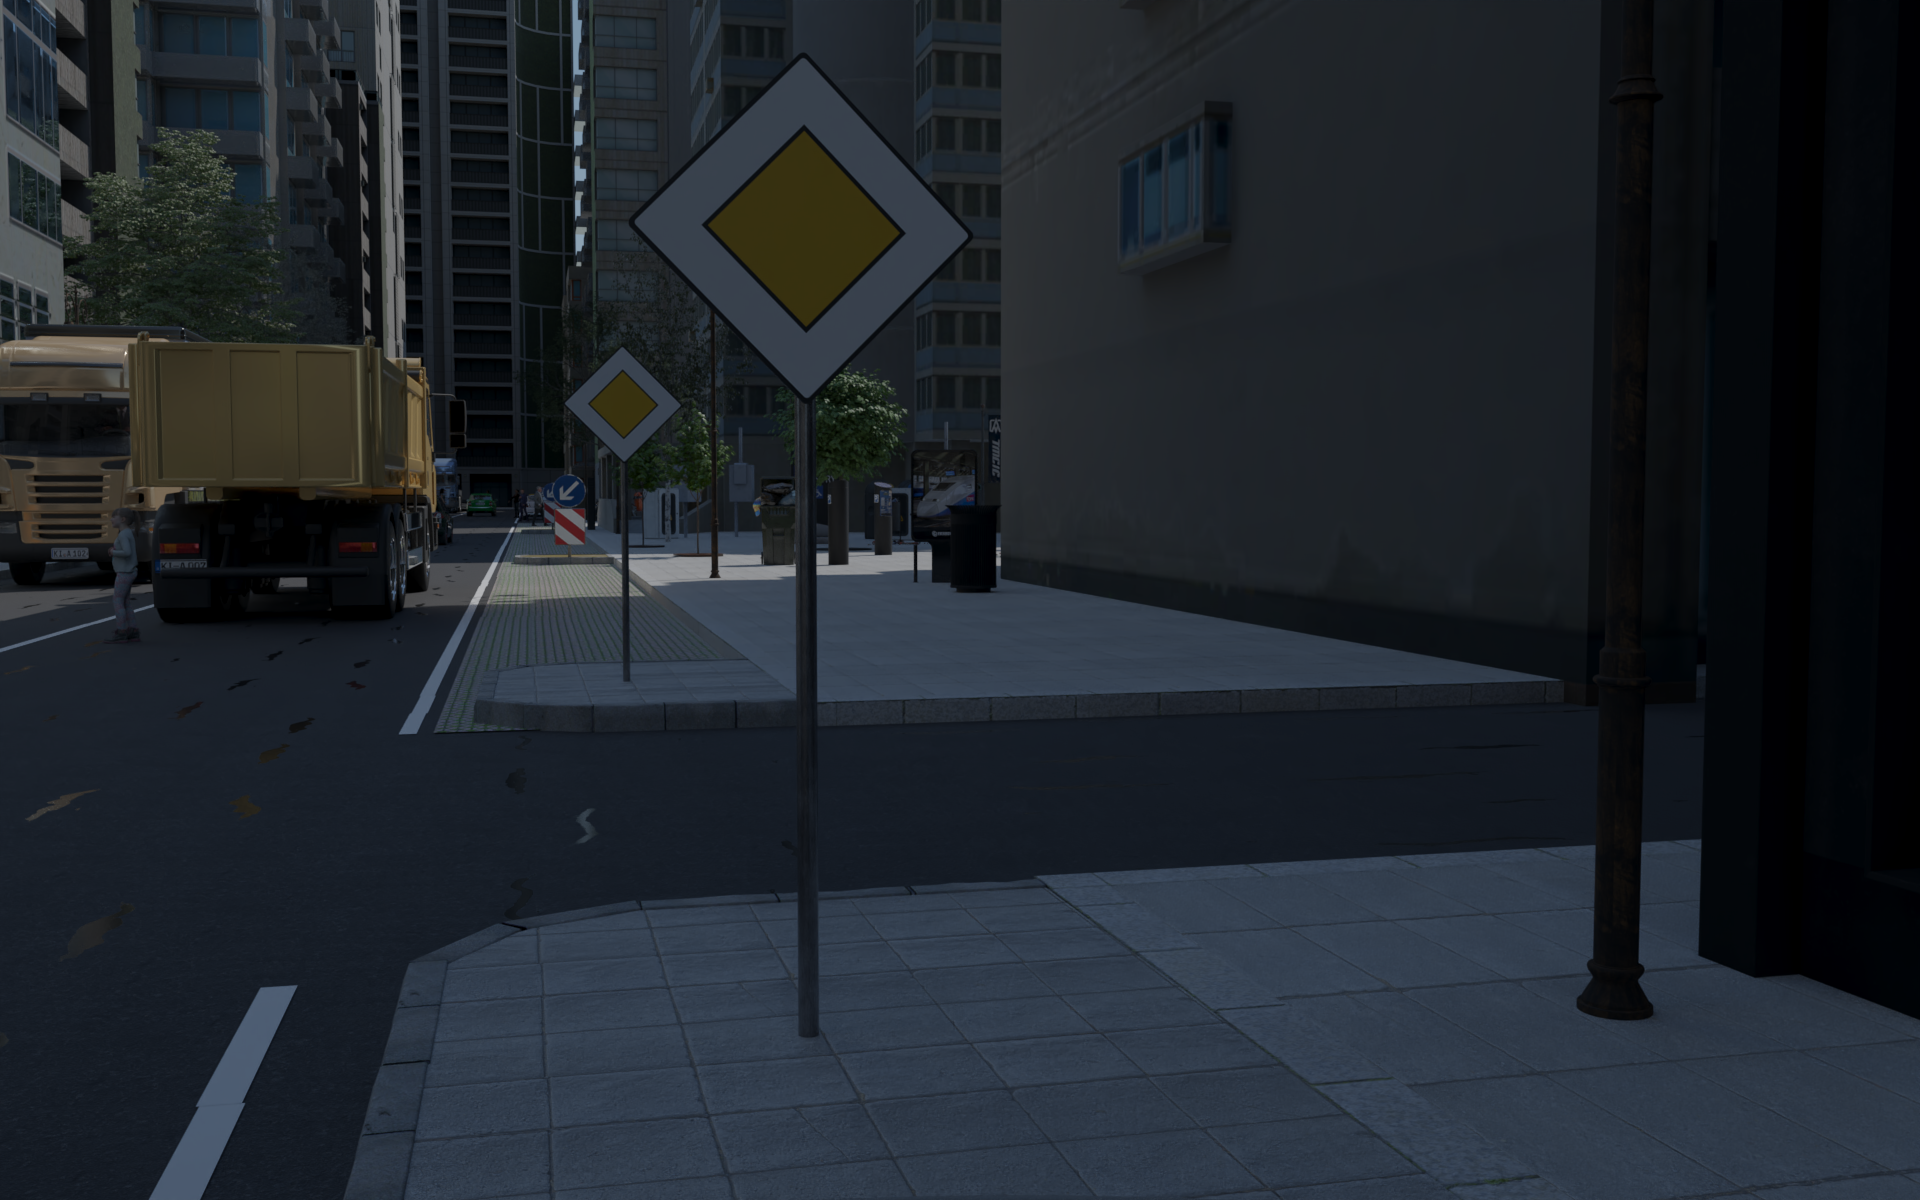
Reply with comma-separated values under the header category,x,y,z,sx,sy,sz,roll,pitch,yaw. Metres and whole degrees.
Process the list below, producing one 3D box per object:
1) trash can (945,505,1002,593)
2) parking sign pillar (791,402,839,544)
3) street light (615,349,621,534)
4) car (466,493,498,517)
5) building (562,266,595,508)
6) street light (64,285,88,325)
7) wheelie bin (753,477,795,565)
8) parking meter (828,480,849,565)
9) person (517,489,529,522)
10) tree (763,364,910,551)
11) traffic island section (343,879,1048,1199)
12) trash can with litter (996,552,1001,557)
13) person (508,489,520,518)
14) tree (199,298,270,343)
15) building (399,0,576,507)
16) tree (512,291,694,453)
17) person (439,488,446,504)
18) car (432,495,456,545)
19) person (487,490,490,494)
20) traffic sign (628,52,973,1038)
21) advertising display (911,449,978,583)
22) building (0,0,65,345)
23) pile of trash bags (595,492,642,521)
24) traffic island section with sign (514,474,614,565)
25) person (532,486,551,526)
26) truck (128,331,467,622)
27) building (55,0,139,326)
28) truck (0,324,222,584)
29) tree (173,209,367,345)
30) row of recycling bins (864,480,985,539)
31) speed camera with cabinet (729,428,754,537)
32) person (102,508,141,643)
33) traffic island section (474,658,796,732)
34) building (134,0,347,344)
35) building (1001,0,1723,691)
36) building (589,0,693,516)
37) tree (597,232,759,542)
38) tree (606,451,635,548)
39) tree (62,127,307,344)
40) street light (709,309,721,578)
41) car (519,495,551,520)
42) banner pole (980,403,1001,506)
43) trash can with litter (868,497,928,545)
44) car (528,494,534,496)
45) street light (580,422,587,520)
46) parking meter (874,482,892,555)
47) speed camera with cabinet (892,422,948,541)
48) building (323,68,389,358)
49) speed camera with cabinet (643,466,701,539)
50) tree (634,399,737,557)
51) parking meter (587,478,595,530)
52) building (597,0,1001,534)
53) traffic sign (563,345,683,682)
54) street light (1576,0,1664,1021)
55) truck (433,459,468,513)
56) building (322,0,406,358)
category,x,y,z,sx,sy,sz,roll,pitch,yaw
trash can,0.178,-0.673,22.654,0.748,1.137,0.748,0,3,0
parking sign pillar,-3.721,-3.450,44.875,1.447,3.967,1.447,0,4,-3
street light,-10.962,-5.050,55.357,0.468,5.910,1.993,-1,4,-14
car,-30.978,-6.321,112.151,1.959,1.807,4.718,-1,4,-13
building,-19.630,-18.569,148.642,27.650,21.520,28.899,-1,4,-14
street light,-19.584,-4.021,38.538,0.468,5.910,1.993,-1,4,-14
wheelie bin,-3.264,-1.438,31.425,0.980,1.594,0.693,0,4,-6
parking meter,-2.206,-1.406,31.406,0.372,1.533,0.369,0,3,0
person,-22.756,-4.939,90.172,0.541,1.710,0.530,3,5,43
tree,-2.822,-3.423,39.684,4.285,4.588,4.351,0,3,0
traffic island section,-0.341,1.110,4.128,2.009,0.180,2.903,-1,4,-14
trash can with litter,1.139,-1.515,35.823,1.678,1.210,2.233,1,4,14
person,-26.447,-5.734,103.066,1.217,1.723,0.721,3,4,36
tree,-26.917,-6.875,62.773,4.360,8.622,3.978,0,3,0
building,-48.957,-44.922,172.732,20.611,71.187,20.563,-1,4,-14
tree,-15.980,-8.844,79.007,8.767,10.594,7.601,-1,4,-17
person,-27.420,-5.068,92.087,0.721,1.735,1.217,-1,4,-14
car,-15.521,-2.440,49.681,2.009,1.686,4.222,-1,4,-13
person,-36.103,-7.528,132.305,0.721,1.735,1.217,2,4,26
traffic sign,-0.362,-0.025,4.045,0.795,2.450,0.064,-1,4,-14
advertising display,-0.223,-1.211,25.017,0.974,1.923,0.123,1,4,9
building,-88.168,-50.201,133.460,31.000,86.520,22.319,-1,4,-14
pile of trash bags,-16.130,-4.454,82.575,1.912,1.369,3.447,2,4,25
traffic island section with sign,-8.189,-1.659,35.758,1.989,1.847,2.006,-1,4,-14
person,-18.665,-4.170,77.072,0.834,1.777,0.661,0,4,3
truck,-8.573,-1.667,23.174,3.469,3.379,9.791,-1,4,-13
building,-37.113,-17.594,59.360,14.160,30.474,14.107,-1,4,-14
truck,-14.710,-2.575,31.017,2.839,4.237,11.283,-1,4,-14
tree,-30.225,-10.106,75.607,12.009,13.543,11.850,0,3,0
row of recycling bins,-1.022,-2.604,49.681,3.534,1.692,1.069,-1,4,-20
speed camera with cabinet,-5.832,-3.511,51.737,2.038,3.252,0.660,0,4,2
person,-8.098,-0.241,16.725,0.394,1.301,0.425,-3,5,-40
traffic island section,-2.264,0.636,11.879,2.009,0.180,2.903,-1,4,-14
building,-46.044,-29.000,93.756,23.786,49.044,30.456,-1,4,-14
building,11.851,-24.424,23.030,21.600,48.544,21.300,-1,4,-14
building,-13.118,-25.157,94.906,14.154,41.232,14.086,-1,4,-14
tree,-7.595,-5.860,46.166,4.360,8.622,3.978,0,3,0
tree,-7.545,-2.885,41.763,1.663,3.219,1.824,0,3,0
tree,-24.112,-8.298,53.802,7.486,12.596,7.792,0,3,0
street light,-3.741,-3.271,26.264,0.468,5.910,1.993,-1,4,-14
car,-23.616,-5.180,97.059,2.083,1.381,4.827,-1,4,-16
banner pole,0.849,-3.547,48.016,0.863,3.779,0.401,-1,4,-15
trash can with litter,-1.361,-2.021,44.095,2.233,1.210,1.678,-1,4,-13
car,-37.323,-8.691,152.316,2.015,1.641,3.980,-1,4,-14
street light,-18.335,-6.854,84.850,0.468,5.910,1.993,-1,4,-14
parking meter,-1.615,-1.714,36.436,0.372,1.533,0.369,0,3,0
speed camera with cabinet,-1.086,-3.261,47.646,2.038,3.252,0.660,1,4,23
building,-46.589,-21.125,117.100,14.160,30.474,14.107,-1,4,-14
speed camera with cabinet,-8.285,-3.401,49.936,0.660,3.252,2.038,2,4,28
tree,-5.532,-2.507,35.592,1.663,3.219,1.824,0,3,0
parking meter,-13.209,-3.443,61.997,0.255,1.863,0.399,-1,4,-18
building,2.628,-22.885,66.046,32.217,40.220,23.993,-1,4,-14
traffic sign,-2.285,-0.499,11.796,0.795,2.450,0.064,-1,4,-14
street light,1.628,-1.917,4.128,0.468,5.910,1.993,-1,4,-14
truck,-40.556,-9.000,136.913,2.967,4.110,18.799,-1,4,-12
building,-59.075,-33.605,138.674,27.495,52.752,28.713,-1,4,-14
